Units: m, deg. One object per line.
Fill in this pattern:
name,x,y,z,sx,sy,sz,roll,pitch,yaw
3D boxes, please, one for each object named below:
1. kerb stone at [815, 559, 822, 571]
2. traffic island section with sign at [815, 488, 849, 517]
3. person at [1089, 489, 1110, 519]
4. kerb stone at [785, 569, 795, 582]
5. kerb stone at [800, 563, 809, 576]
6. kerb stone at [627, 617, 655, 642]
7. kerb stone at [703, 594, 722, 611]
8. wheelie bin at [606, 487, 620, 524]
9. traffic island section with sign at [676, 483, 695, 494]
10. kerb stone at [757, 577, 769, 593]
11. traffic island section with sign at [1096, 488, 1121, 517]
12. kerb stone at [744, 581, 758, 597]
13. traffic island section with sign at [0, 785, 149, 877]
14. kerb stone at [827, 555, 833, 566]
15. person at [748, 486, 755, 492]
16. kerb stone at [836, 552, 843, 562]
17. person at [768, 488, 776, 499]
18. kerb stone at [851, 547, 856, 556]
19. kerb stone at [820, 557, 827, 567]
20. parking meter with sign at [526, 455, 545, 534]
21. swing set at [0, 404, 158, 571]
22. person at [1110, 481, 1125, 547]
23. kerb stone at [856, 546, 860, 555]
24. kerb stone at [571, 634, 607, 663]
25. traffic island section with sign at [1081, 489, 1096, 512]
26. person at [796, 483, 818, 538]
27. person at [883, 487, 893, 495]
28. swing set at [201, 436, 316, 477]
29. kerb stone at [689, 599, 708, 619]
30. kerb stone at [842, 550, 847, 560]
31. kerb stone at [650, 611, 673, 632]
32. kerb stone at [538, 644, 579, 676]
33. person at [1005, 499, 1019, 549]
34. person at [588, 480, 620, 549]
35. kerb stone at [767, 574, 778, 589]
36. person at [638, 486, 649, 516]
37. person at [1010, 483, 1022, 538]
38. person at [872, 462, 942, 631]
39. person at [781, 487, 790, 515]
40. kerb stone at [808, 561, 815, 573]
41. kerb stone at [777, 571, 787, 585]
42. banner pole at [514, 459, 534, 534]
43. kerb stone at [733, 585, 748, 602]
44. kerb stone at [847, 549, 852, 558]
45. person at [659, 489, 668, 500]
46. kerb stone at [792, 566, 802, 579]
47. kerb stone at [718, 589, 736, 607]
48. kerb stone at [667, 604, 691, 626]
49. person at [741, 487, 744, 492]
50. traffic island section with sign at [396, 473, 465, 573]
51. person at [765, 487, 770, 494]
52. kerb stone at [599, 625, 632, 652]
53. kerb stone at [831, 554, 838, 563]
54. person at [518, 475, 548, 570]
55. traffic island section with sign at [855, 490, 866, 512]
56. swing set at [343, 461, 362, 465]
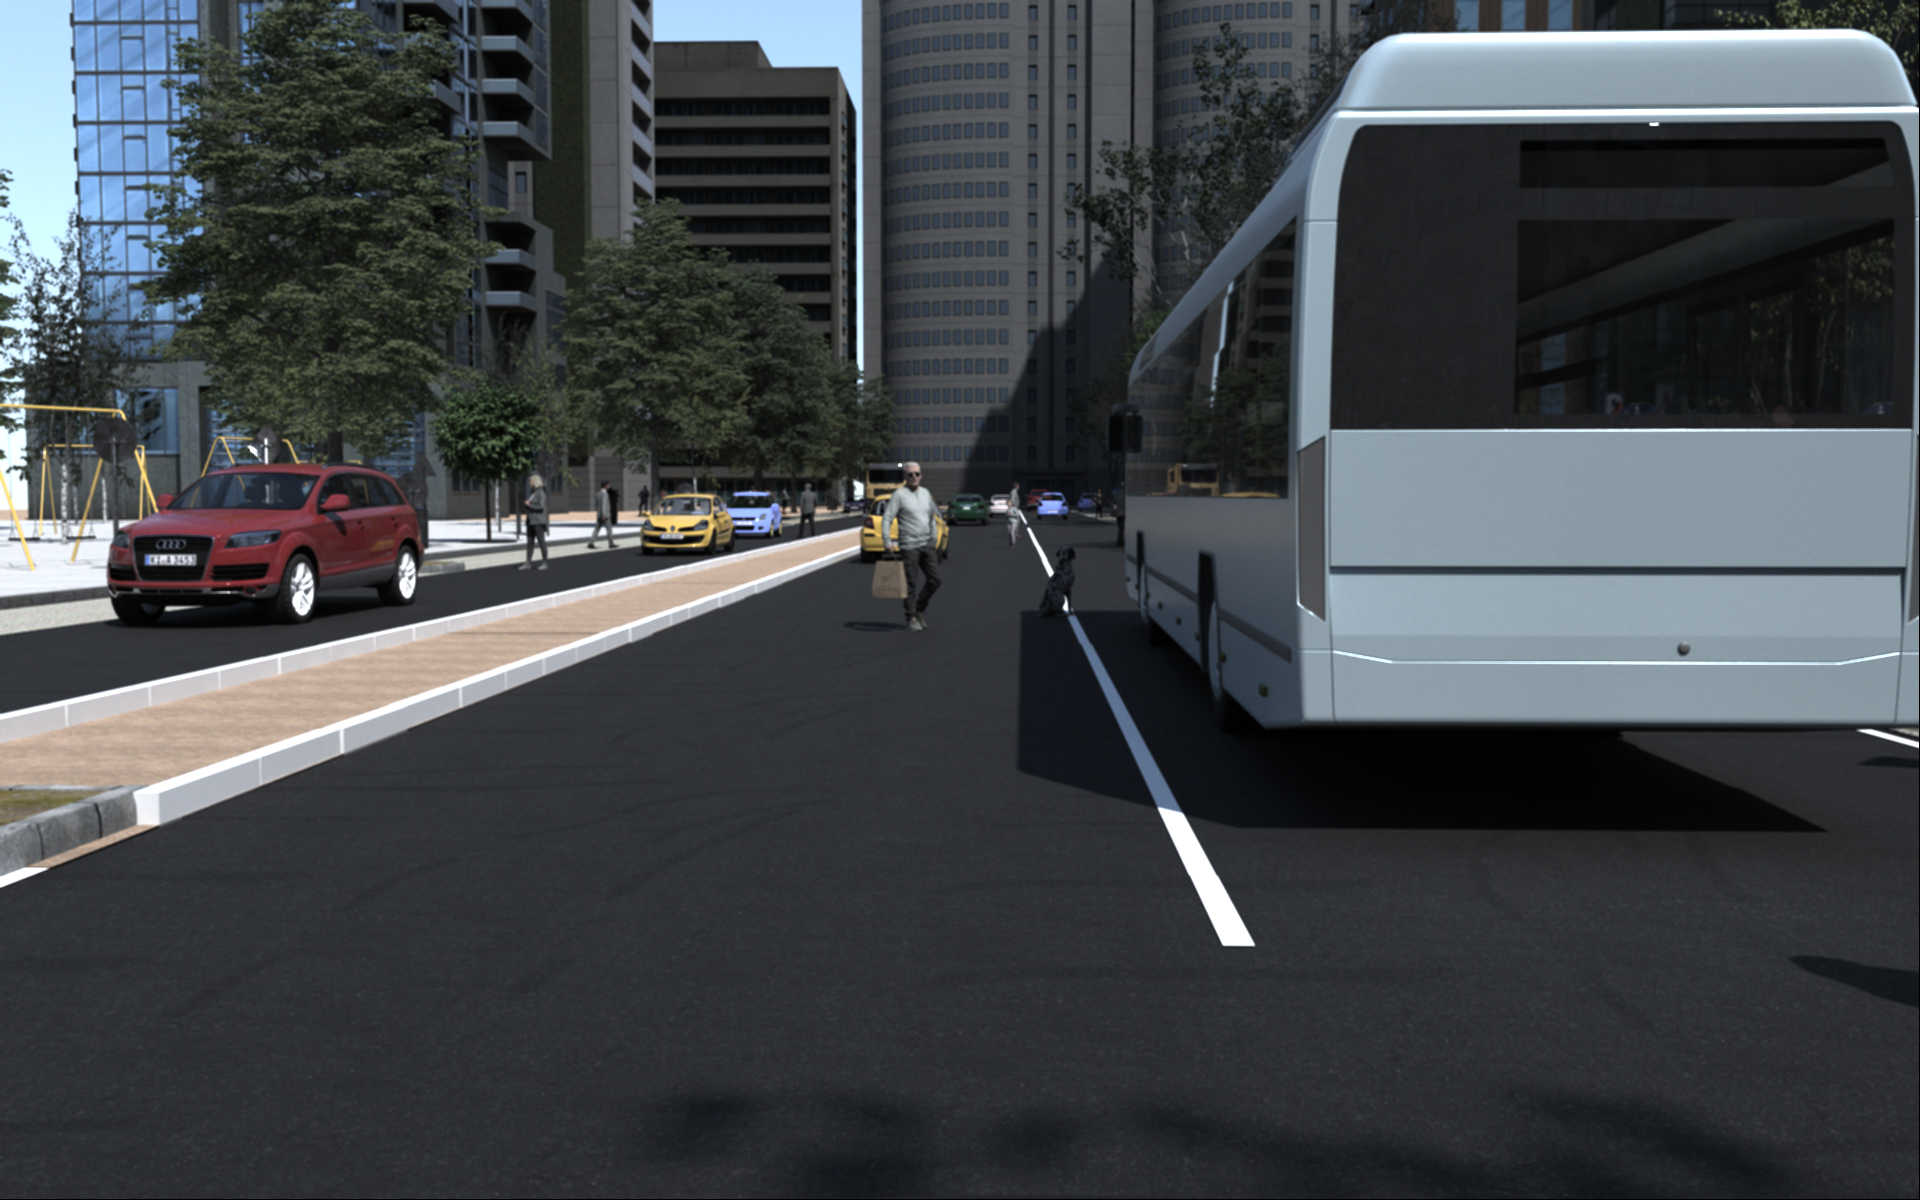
kerb stone,-2.764,-0.626,32.551,0.120,0.150,1.000,0,4,2
traffic island section with sign,-7.995,-6.129,108.831,1.989,1.847,2.006,0,4,2
person,8.088,-5.584,100.519,1.217,1.735,0.721,-1,4,-10
kerb stone,-2.880,-0.379,28.449,0.120,0.150,1.000,0,4,2
kerb stone,-2.817,-0.507,30.492,0.120,0.150,1.000,0,4,2
kerb stone,-3.210,0.308,17.159,0.120,0.150,1.000,0,4,2
kerb stone,-3.101,0.057,21.259,0.120,0.150,1.000,0,4,2
wheelie bin,-14.951,-4.055,74.201,0.693,1.594,0.980,0,4,-6
traffic island section with sign,-9.443,-3.107,59.431,1.989,1.847,2.006,0,4,2
kerb stone,-2.969,-0.195,25.378,0.120,0.150,1.000,0,4,2
traffic island section with sign,9.727,-6.096,108.301,1.989,1.847,2.006,0,4,2
kerb stone,-3.008,-0.132,24.356,0.120,0.150,1.000,0,4,2
traffic island section with sign,-4.562,0.095,6.583,2.006,1.907,1.989,0,4,2
kerb stone,-2.699,-0.755,34.599,0.120,0.150,1.000,0,4,2
person,-9.591,-4.335,79.557,0.473,1.802,0.592,-2,4,-34
kerb stone,-2.646,-0.884,36.653,0.120,0.150,1.000,0,4,2
person,-16.352,-8.651,147.487,1.348,1.824,0.705,1,4,17
kerb stone,-2.551,-1.073,39.735,0.120,0.150,1.000,0,4,2
kerb stone,-2.734,-0.696,33.577,0.120,0.150,1.000,0,4,2
parking meter with sign,-13.262,-3.525,53.901,0.543,3.016,1.738,-2,4,-24
swing set,-16.246,-2.027,30.756,2.862,2.851,3.119,2,4,26
person,4.485,-2.358,47.448,0.661,1.777,0.834,2,4,30
kerb stone,-2.515,-1.135,40.756,0.120,0.150,1.000,0,4,2
kerb stone,-3.276,0.436,15.111,0.120,0.150,1.000,0,4,2
traffic island section with sign,10.542,-7.781,135.841,1.989,1.847,2.006,0,4,2
person,-5.021,-2.923,56.684,0.661,1.777,0.834,-3,5,-41
person,-3.924,-5.306,95.269,1.348,1.821,0.705,-1,4,-10
swing set,-19.771,-3.103,48.350,2.862,2.851,3.119,1,4,15
kerb stone,-3.127,0.124,20.238,0.120,0.150,1.000,0,4,2
kerb stone,-2.615,-0.947,37.676,0.120,0.150,1.000,0,4,2
kerb stone,-3.195,0.247,18.181,0.120,0.150,1.000,0,4,2
kerb stone,-3.305,0.496,14.089,0.120,0.150,1.000,0,4,2
person,1.351,-2.008,45.614,0.425,1.301,0.394,1,4,22
person,-9.316,-2.226,45.167,0.850,1.792,0.678,-3,5,-39
kerb stone,-2.939,-0.257,26.399,0.120,0.150,1.000,0,4,2
person,-18.191,-5.680,99.352,0.683,1.767,0.568,-3,4,-36
person,1.800,-2.967,57.103,0.391,1.810,0.635,-1,4,-12
person,-0.572,-0.558,18.113,0.782,1.767,0.515,-3,5,-40
person,-10.769,-6.118,106.854,0.721,1.735,1.217,-2,4,-30
kerb stone,-2.794,-0.571,31.528,0.120,0.150,1.000,0,4,2
kerb stone,-2.911,-0.320,27.427,0.120,0.150,1.000,0,4,2
banner pole,-14.087,-4.039,56.060,0.401,3.779,0.863,2,4,35
kerb stone,-3.030,-0.068,23.325,0.120,0.150,1.000,0,4,2
kerb stone,-2.584,-1.004,38.698,0.120,0.150,1.000,0,4,2
person,-26.077,-8.880,151.943,1.217,1.743,0.721,0,4,1
kerb stone,-2.849,-0.445,29.470,0.120,0.150,1.000,0,4,2
kerb stone,-3.062,-0.006,22.298,0.120,0.150,1.000,0,4,2
kerb stone,-3.160,0.183,19.204,0.120,0.150,1.000,0,4,2
person,-17.268,-8.037,137.410,0.705,1.831,1.348,1,4,20
traffic island section with sign,-10.253,-1.422,31.873,1.989,1.847,2.006,0,4,2
person,-12.492,-6.383,111.116,0.721,1.736,1.217,-3,5,-45
kerb stone,-3.250,0.371,16.138,0.120,0.150,1.000,0,4,2
kerb stone,-2.678,-0.821,35.623,0.120,0.150,1.000,0,4,2
person,-8.090,-1.481,32.906,0.526,1.800,0.537,-2,4,-35
traffic island section with sign,-7.185,-7.777,135.774,1.989,1.847,2.006,0,4,2
swing set,-29.493,-5.130,81.488,3.119,2.851,2.862,0,4,-1
